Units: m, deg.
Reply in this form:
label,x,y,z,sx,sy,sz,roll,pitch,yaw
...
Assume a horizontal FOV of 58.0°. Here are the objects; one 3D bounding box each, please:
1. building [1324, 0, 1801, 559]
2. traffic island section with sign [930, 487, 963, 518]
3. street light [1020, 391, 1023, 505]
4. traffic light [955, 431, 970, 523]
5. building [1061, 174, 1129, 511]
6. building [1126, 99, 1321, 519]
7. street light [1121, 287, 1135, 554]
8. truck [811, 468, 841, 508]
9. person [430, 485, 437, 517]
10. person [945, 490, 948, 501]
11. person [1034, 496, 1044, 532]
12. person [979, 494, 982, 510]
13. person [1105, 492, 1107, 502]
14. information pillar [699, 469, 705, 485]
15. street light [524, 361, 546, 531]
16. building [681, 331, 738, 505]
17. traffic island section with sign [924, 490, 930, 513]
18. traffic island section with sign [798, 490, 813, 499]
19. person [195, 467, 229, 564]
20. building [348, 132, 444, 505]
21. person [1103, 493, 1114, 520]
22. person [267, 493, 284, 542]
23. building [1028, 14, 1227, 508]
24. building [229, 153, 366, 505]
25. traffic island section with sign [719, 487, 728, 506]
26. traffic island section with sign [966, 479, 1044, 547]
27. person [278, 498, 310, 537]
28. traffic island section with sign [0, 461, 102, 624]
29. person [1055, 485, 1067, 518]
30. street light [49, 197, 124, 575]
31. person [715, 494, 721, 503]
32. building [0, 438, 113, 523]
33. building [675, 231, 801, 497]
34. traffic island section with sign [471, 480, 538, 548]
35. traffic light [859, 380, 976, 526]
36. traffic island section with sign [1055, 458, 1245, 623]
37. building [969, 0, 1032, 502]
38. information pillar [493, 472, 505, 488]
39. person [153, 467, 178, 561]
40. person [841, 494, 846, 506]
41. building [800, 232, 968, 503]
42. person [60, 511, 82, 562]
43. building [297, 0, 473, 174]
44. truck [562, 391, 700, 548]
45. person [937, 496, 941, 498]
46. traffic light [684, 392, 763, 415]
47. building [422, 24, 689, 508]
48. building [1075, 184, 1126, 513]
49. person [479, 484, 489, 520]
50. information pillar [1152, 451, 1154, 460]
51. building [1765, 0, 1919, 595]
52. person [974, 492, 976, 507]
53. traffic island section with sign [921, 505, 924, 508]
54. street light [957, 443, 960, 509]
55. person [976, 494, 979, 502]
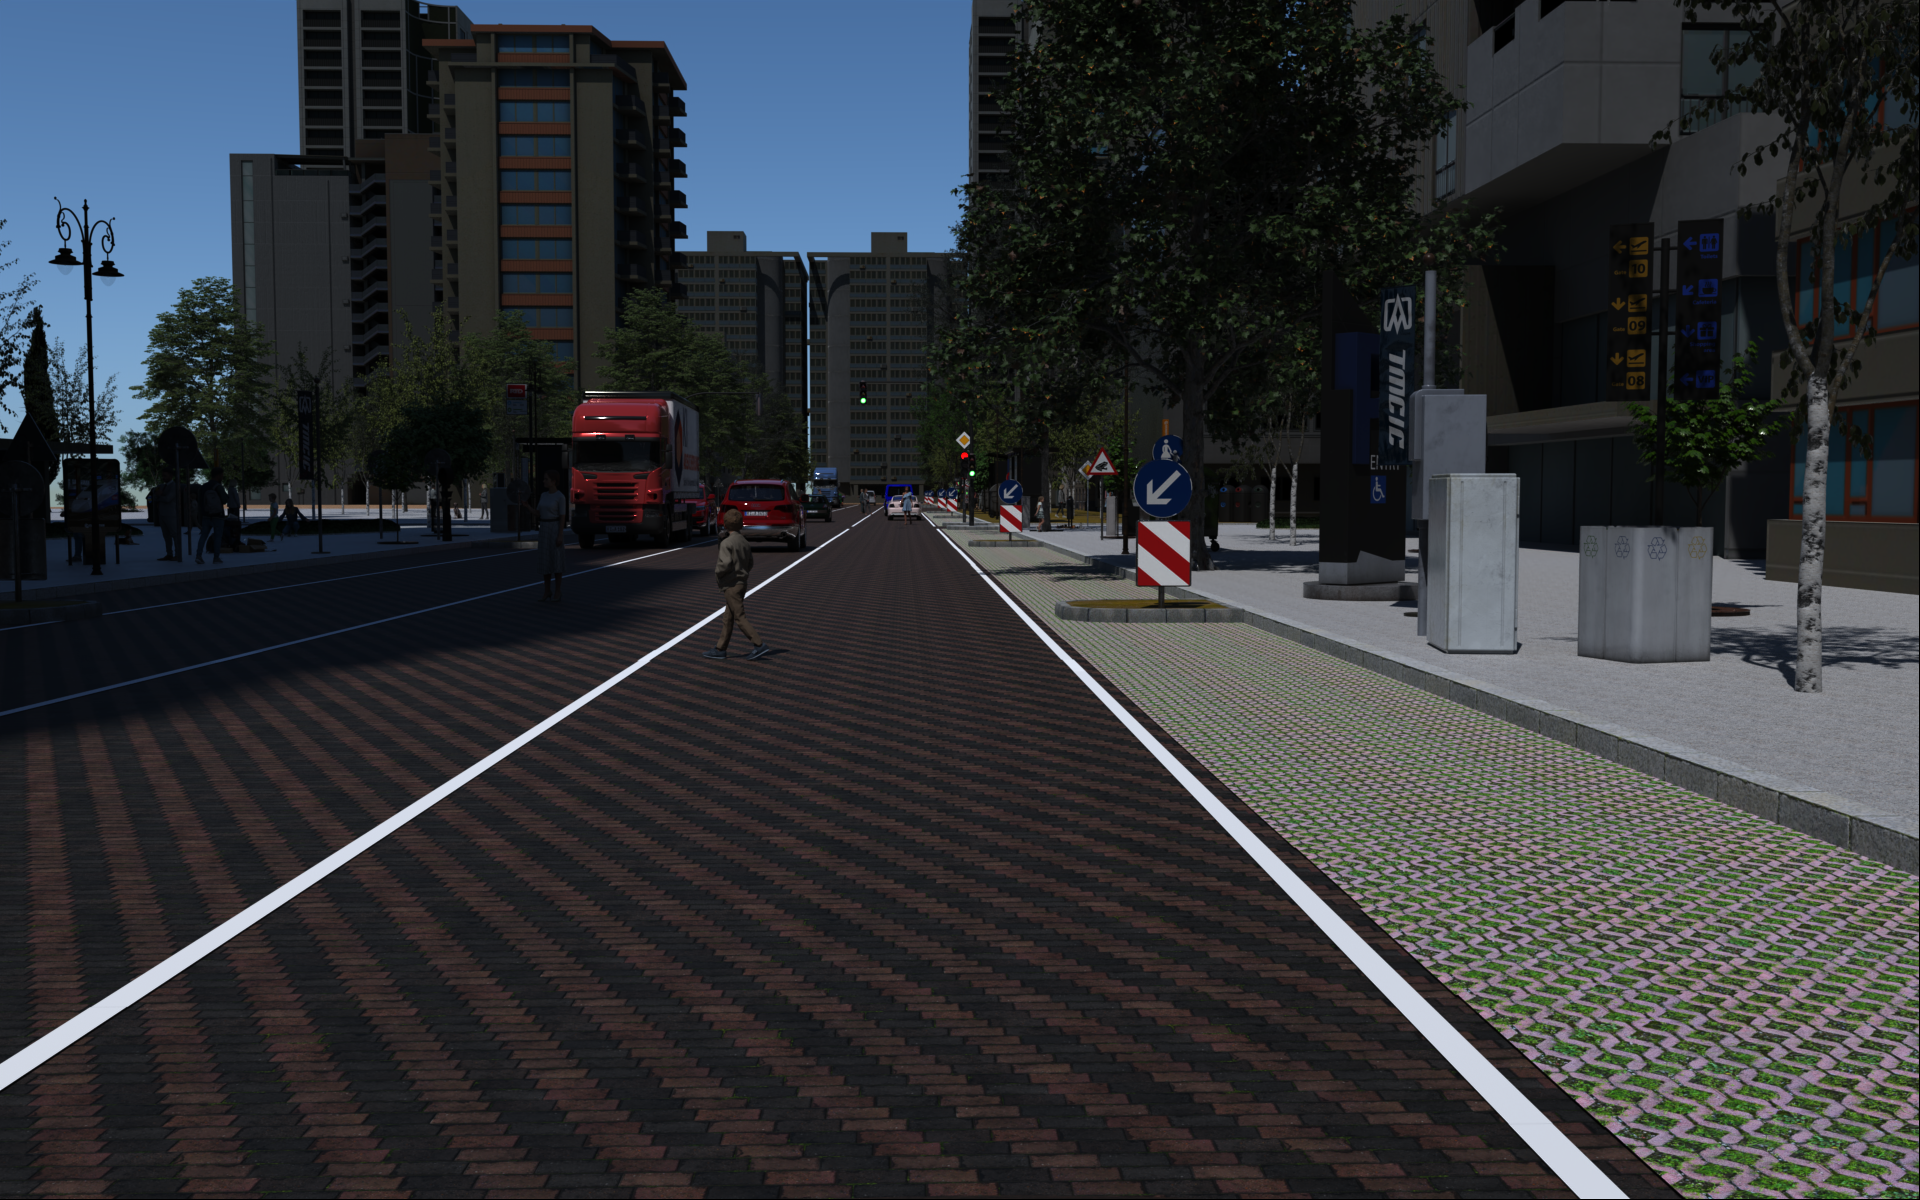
label,x,y,z,sx,sy,sz,roll,pitch,yaw
building,25.684,-27.964,46.449,28.713,52.752,27.495,0,4,-2
traffic island section with sign,-0.598,-5.732,102.342,1.989,1.847,2.006,0,4,-2
street light,2.479,-5.907,69.363,0.468,5.910,1.993,0,4,-2
traffic light,0.177,-5.426,77.641,0.839,4.253,0.868,0,4,-2
building,15.517,-21.817,142.618,13.634,28.700,20.117,0,4,-2
building,24.925,-16.725,92.522,30.058,24.678,14.314,0,4,-2
street light,3.532,-3.914,36.785,0.468,5.910,1.993,0,4,-2
truck,-13.942,-11.776,182.294,2.967,4.110,18.799,0,4,-3
person,-28.979,-5.464,95.554,0.511,1.800,0.466,2,4,23
person,-1.609,-11.748,198.842,1.217,1.735,0.721,-1,4,-17
person,2.653,-2.901,58.481,0.382,1.210,0.505,-1,4,-11
person,1.755,-8.211,140.470,0.466,1.800,0.511,0,4,8
person,8.318,-5.510,96.134,0.555,1.821,0.388,0,4,-7
information pillar,-19.736,-8.624,132.356,0.504,3.616,0.183,2,4,24
street light,-14.710,-5.340,60.101,0.468,5.910,1.993,0,4,-2
building,-42.367,-22.100,206.374,28.899,21.520,27.650,0,4,-2
traffic island section with sign,-1.486,-7.379,129.282,1.989,1.847,2.006,0,4,-2
traffic island section with sign,-16.373,-10.441,179.336,1.989,1.847,2.006,0,4,-2
person,-13.760,-1.561,31.913,0.623,1.781,0.721,0,4,1
building,-64.669,-34.287,210.695,14.200,45.320,14.600,0,4,-2
person,7.391,-4.814,84.839,0.778,1.811,0.616,2,4,34
person,-18.442,-2.223,46.641,0.306,1.304,0.590,2,4,28
building,17.464,-33.047,164.025,21.300,48.544,21.600,0,4,-2
building,-78.819,-32.245,210.804,14.086,41.232,14.154,0,4,-2
traffic island section with sign,-13.804,-5.706,101.915,1.989,1.847,2.006,0,4,-2
traffic island section with sign,1.232,-2.370,47.372,1.989,1.847,2.006,0,4,-2
person,-20.053,-2.482,52.125,1.012,1.151,0.738,0,4,-7
traffic island section with sign,-11.083,-0.687,19.868,1.989,1.847,2.006,0,4,-2
person,5.542,-5.399,94.505,0.728,1.800,0.709,1,4,23
street light,-13.703,-3.335,27.315,0.468,5.910,1.993,0,4,-2
person,-24.814,-10.538,179.065,1.217,1.743,0.721,1,4,22
building,-43.964,-24.108,48.790,28.867,44.769,22.147,0,4,-2
building,-34.903,-34.671,258.746,23.993,40.220,32.217,0,4,-2
traffic island section with sign,-11.983,-2.335,46.808,1.989,1.847,2.006,0,4,-2
traffic light,-1.646,-5.797,69.450,4.771,5.953,1.251,0,4,-2
traffic island section with sign,2.130,-0.700,20.075,1.989,1.847,2.006,0,4,-2
building,11.843,-49.914,254.349,20.611,71.187,20.563,0,4,-2
information pillar,-15.541,-3.299,58.434,0.304,2.012,0.304,-3,4,-39
person,-15.246,-1.653,33.244,0.511,1.800,0.466,1,4,21
person,-13.552,-11.585,201.145,0.421,1.427,0.697,3,5,42
building,-10.623,-34.739,259.860,23.993,40.220,32.217,0,4,-2
person,-16.595,-1.602,32.591,0.721,1.781,0.623,-3,5,-39
building,-82.103,-49.703,250.903,20.611,71.187,20.563,0,4,-2
truck,-9.155,-3.701,49.420,2.839,4.237,11.283,0,4,-3
person,-2.466,-13.487,227.383,1.217,1.723,0.721,3,4,39
traffic light,-11.188,-6.276,77.285,4.771,5.953,1.251,0,4,-2
building,-37.955,-31.243,165.442,22.147,44.769,28.867,0,4,-2
building,16.321,-18.245,117.372,14.314,24.678,30.058,0,4,-2
person,-24.036,-4.959,87.312,0.526,1.800,0.537,-1,4,-19
information pillar,9.026,-5.411,79.827,0.183,3.616,0.504,3,5,43
building,26.335,-10.167,11.275,27.650,21.520,28.899,0,4,-2
person,1.296,-9.380,160.120,0.721,1.743,1.217,0,4,-8
traffic island section with sign,-3.167,-10.479,179.955,1.989,1.847,2.006,0,4,-2
street light,-0.188,-10.976,152.246,0.468,5.910,1.993,0,4,-2
person,2.301,-12.027,203.420,1.217,1.736,0.721,-1,4,-18
